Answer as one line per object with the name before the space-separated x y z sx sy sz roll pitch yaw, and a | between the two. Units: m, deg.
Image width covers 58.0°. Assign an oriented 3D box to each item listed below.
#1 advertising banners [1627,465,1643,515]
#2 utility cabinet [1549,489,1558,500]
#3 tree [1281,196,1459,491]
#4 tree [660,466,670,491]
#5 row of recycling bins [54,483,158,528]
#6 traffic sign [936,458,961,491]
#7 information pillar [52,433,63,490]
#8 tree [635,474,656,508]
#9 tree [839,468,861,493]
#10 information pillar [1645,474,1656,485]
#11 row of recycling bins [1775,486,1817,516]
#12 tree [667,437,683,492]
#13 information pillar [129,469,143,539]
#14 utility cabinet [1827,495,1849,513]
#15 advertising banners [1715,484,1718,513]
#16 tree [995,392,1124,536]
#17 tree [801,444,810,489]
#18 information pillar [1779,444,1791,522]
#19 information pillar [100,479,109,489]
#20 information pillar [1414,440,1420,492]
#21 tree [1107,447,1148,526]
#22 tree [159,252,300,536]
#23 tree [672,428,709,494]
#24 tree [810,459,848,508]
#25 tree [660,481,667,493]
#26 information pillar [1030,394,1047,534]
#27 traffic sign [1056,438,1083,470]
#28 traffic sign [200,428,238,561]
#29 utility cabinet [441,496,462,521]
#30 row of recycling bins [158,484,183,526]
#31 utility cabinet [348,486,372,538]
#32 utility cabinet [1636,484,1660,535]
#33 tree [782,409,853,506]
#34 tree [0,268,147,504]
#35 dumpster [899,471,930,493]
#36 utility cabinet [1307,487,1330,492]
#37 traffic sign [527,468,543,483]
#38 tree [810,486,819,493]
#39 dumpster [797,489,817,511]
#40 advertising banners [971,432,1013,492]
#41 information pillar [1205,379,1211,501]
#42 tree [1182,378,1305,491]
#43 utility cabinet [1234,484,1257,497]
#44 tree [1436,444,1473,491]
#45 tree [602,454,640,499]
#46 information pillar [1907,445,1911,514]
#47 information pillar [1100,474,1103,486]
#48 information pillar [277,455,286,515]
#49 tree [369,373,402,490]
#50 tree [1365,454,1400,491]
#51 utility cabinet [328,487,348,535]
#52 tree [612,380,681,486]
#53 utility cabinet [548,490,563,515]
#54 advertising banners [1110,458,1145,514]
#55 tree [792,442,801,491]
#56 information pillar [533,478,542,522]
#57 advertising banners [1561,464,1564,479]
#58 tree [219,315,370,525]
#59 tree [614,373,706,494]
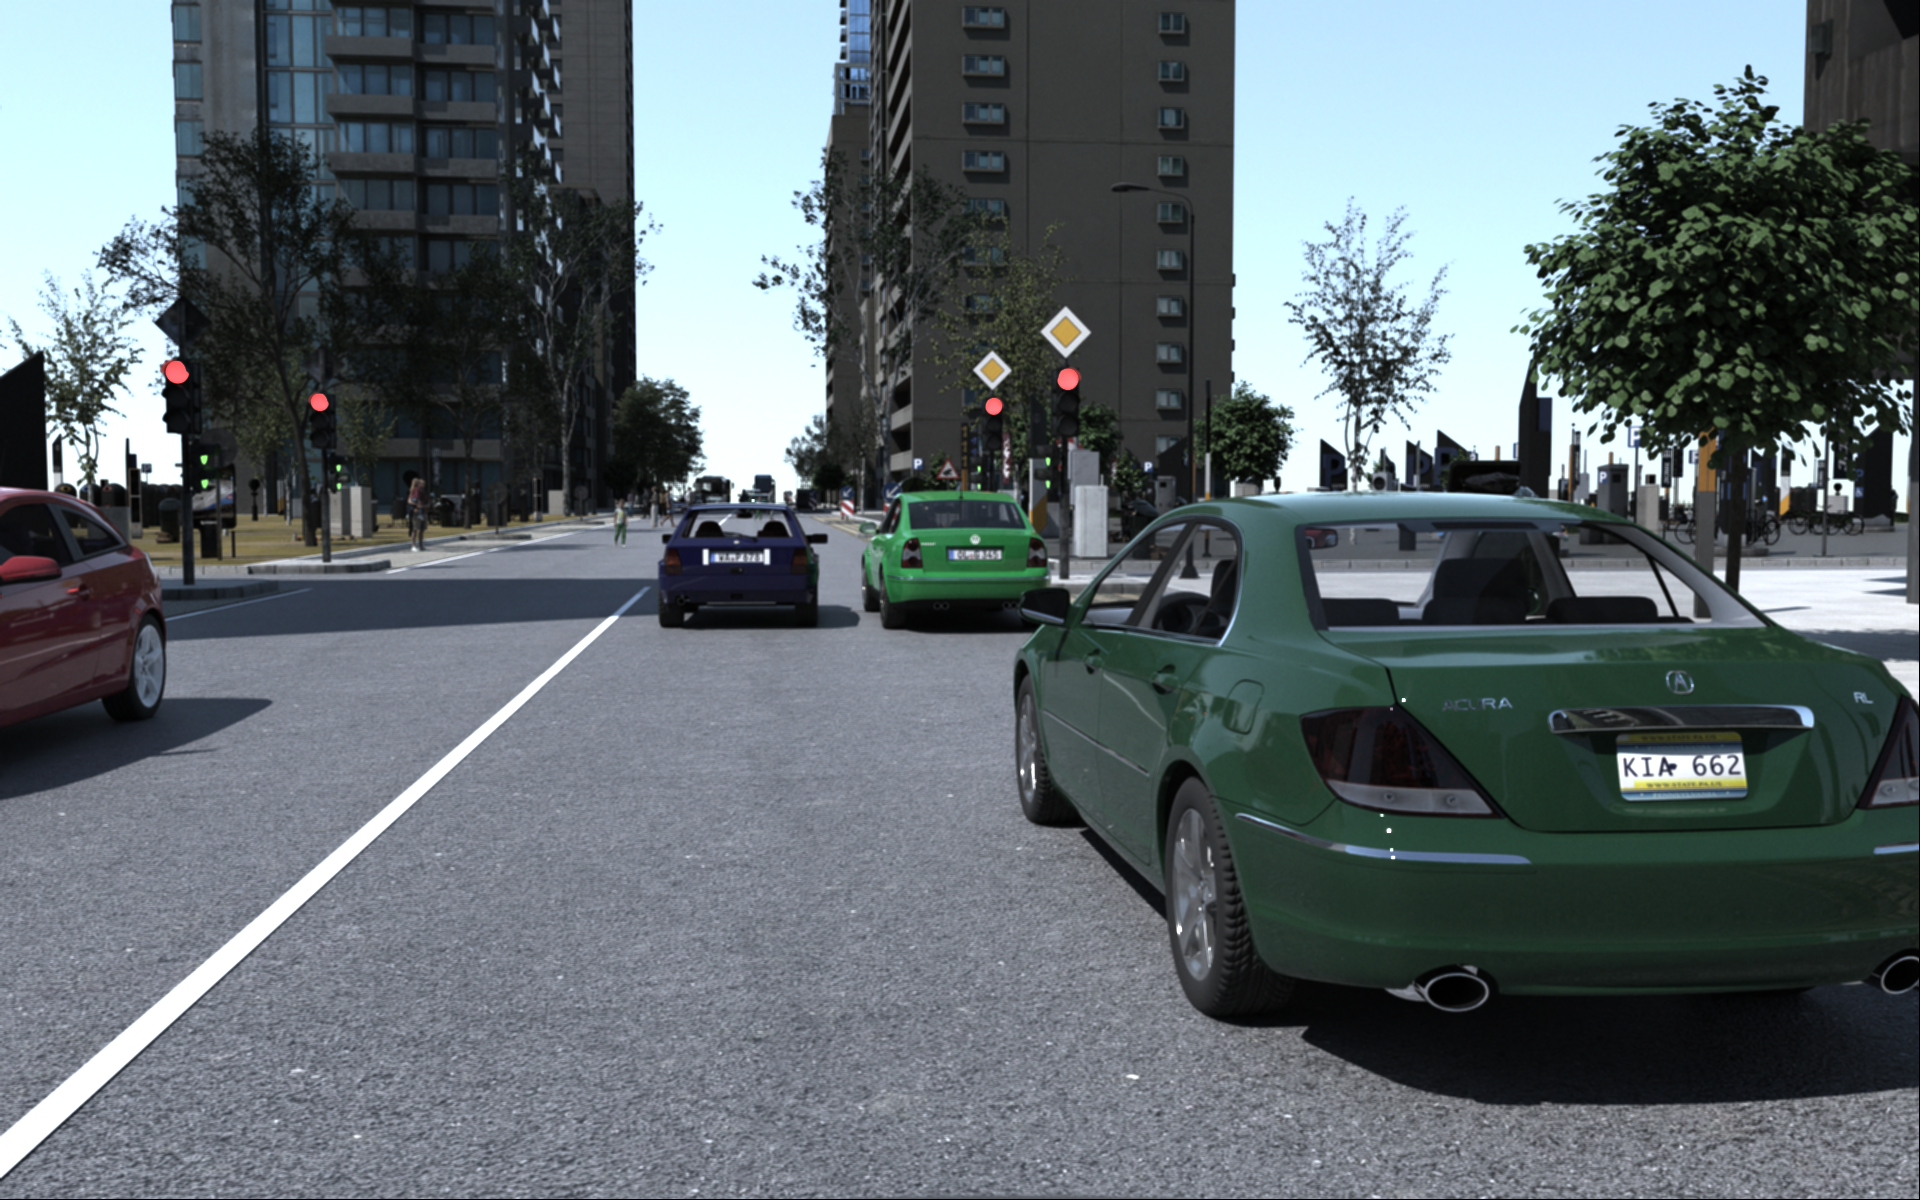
advertising banners | 39.914 -6.513 102.675 2.074 3.025 0.090 -3 5 -39
utility cabinet | 28.074 -4.484 81.987 1.173 1.500 0.318 1 4 21
tree | 10.230 -5.712 43.750 4.360 8.622 3.978 0 3 0
tree | -34.007 -15.050 196.423 4.360 8.622 3.978 0 3 0
row of recycling bins | -32.307 -3.552 65.182 3.534 1.692 1.069 0 4 2
traffic sign | -0.422 -3.755 61.399 0.884 2.594 0.081 0 4 1
information pillar | -34.838 -4.622 66.920 0.504 3.616 0.183 2 4 27
tree | -29.562 -10.248 162.157 1.663 3.219 1.824 0 3 0
tree | -8.087 -8.151 127.865 1.663 3.219 1.824 0 3 0
information pillar | 25.500 -3.639 63.989 0.304 2.012 0.304 0 4 5
row of recycling bins | 45.931 -5.412 95.596 1.069 1.692 3.534 -1 4 -11
tree | -34.839 -15.732 207.576 4.737 8.622 4.395 0 3 0
information pillar | -23.741 -2.776 49.884 0.304 2.012 0.304 -1 4 -22
utility cabinet | 40.864 -4.257 80.770 0.306 1.237 1.020 -2 4 -30
advertising banners | 32.428 -4.774 74.247 0.090 3.025 2.074 2 4 26
tree | 2.663 -4.523 57.672 4.285 4.588 4.351 0 3 0
tree | -12.878 -13.407 169.567 4.360 8.622 3.978 0 3 0
information pillar | 38.367 -5.454 80.524 0.183 3.616 0.504 -2 4 -25
information pillar | -42.186 -4.950 85.430 0.304 2.012 0.304 0 4 -8
information pillar | 19.758 -5.109 74.895 0.183 3.616 0.504 2 4 35
tree | 6.661 -4.659 70.770 1.663 3.219 1.824 0 3 0
tree | -22.660 -6.304 53.428 4.360 8.622 3.978 0 3 0
tree | -42.362 -20.767 265.290 9.928 11.665 9.643 0 3 0
tree | -13.907 -11.909 178.424 4.285 4.588 4.351 0 3 0
tree | -35.025 -12.744 202.962 1.663 3.219 1.824 0 3 0
information pillar | 1.830 -3.017 40.682 0.504 3.616 0.183 -3 4 -39
traffic sign | 2.372 -2.357 38.636 0.768 2.556 0.104 0 4 2
traffic sign | -14.290 -2.034 33.366 0.768 2.556 0.104 0 4 -3
utility cabinet | -22.262 -3.957 75.865 0.306 1.237 1.020 2 4 24
row of recycling bins | -32.309 -3.840 69.902 1.069 1.692 3.534 0 4 1
utility cabinet | -17.551 -2.577 50.805 0.318 1.500 1.173 -2 4 -34
utility cabinet | 15.196 -1.813 38.323 0.318 1.500 1.173 1 4 13
tree | -15.627 -15.720 191.432 8.767 10.594 7.601 0 4 3
tree | -28.245 -6.436 55.595 4.737 8.622 4.395 0 3 0
dumpster | -1.951 -4.329 73.278 1.502 2.255 1.985 0 4 -7
utility cabinet | 11.179 -2.771 53.977 0.318 1.500 1.173 2 4 33
traffic sign | -20.435 -5.092 83.364 0.768 2.556 0.104 0 4 -2
tree | -18.556 -13.982 223.205 1.663 3.219 1.824 0 3 0
dumpster | -13.234 -8.663 149.852 1.865 1.857 1.264 0 4 -7
advertising banners | 0.884 -3.248 49.292 0.090 3.025 2.074 -2 4 -35
information pillar | 5.030 -2.680 35.173 0.183 3.616 0.504 0 4 7
tree | 8.021 -3.982 48.818 4.285 4.588 4.351 0 3 0
utility cabinet | 6.197 -1.766 37.561 0.318 1.500 1.173 0 4 0
tree | 19.485 -4.481 67.872 1.663 3.219 1.824 0 3 0
tree | -27.375 -9.533 139.572 4.285 4.588 4.351 0 3 0
information pillar | 44.292 -5.470 80.792 0.183 3.616 0.504 1 4 18
information pillar | 5.984 -5.000 73.106 0.183 3.616 0.504 0 4 1
information pillar | -40.891 -6.915 104.420 0.504 3.616 0.183 -3 5 -40
tree | -35.824 -9.367 103.505 4.737 8.622 4.395 0 3 0
tree | 20.273 -5.410 83.059 1.663 3.219 1.824 0 3 0
utility cabinet | -19.323 -2.762 53.830 0.318 1.500 1.173 -3 5 -41
tree | -31.729 -15.523 171.928 7.486 12.596 7.792 0 3 0
utility cabinet | -24.287 -5.883 104.859 1.173 1.500 0.318 0 4 3
advertising banners | 8.153 -5.322 83.208 2.074 3.025 0.090 0 4 -1
tree | -20.103 -17.077 229.565 4.360 8.622 3.978 0 3 0
information pillar | -19.520 -4.624 80.101 0.304 2.012 0.304 -2 4 -35
advertising banners | 34.844 -6.397 100.781 0.090 3.025 2.074 0 4 4
tree | -27.521 -7.346 70.476 4.737 8.622 4.395 0 3 0
tree | -31.892 -16.913 183.176 9.857 13.997 8.962 0 3 0
